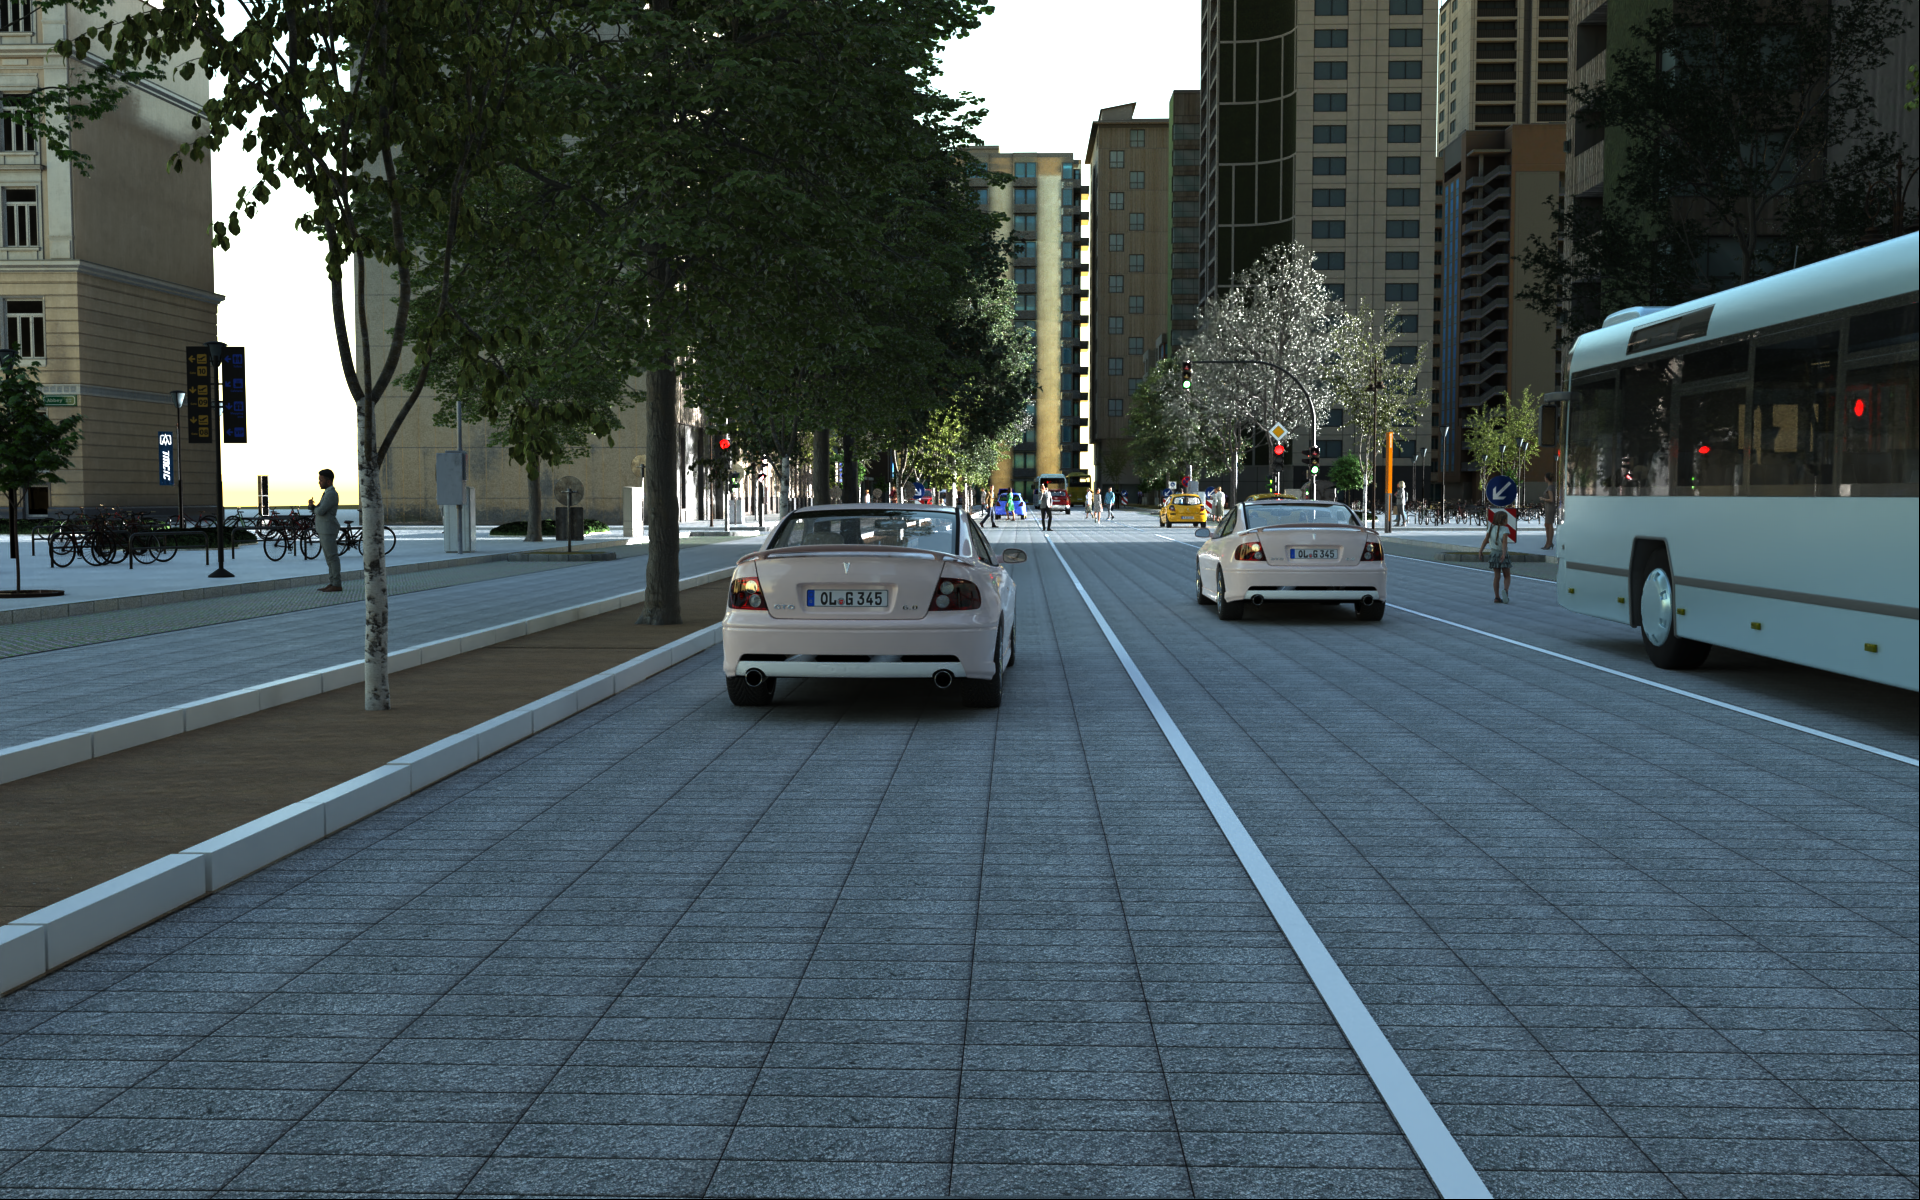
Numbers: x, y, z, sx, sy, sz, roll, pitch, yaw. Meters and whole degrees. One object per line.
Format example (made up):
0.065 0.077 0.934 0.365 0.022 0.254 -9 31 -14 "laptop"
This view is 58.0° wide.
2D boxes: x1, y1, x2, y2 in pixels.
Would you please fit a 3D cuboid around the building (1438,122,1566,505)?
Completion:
65.796 -33.963 205.403 14.200 45.320 14.600 0 4 2 "building"

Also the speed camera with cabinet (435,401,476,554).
-10.954 -2.647 37.608 0.660 3.252 2.038 -1 4 -9 "speed camera with cabinet"

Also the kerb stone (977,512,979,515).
0.975 -5.536 112.716 0.120 0.150 1.000 0 4 2 "kerb stone"

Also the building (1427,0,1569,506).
77.196 -48.743 235.203 20.611 71.187 20.563 0 4 2 "building"

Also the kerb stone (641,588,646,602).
-4.257 -0.053 23.144 0.120 0.150 1.000 0 4 2 "kerb stone"

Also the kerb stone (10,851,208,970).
-2.768 1.010 5.676 0.120 0.150 1.000 0 4 2 "kerb stone"

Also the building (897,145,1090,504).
2.468 -37.981 240.597 30.456 49.044 23.786 0 4 2 "building"

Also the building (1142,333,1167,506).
35.996 -21.728 200.287 27.650 21.520 28.899 0 4 2 "building"

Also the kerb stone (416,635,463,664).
-4.536 0.443 14.960 0.120 0.150 1.000 0 4 2 "kerb stone"

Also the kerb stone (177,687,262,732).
-4.674 0.693 10.866 0.120 0.150 1.000 0 4 2 "kerb stone"

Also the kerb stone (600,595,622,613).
-4.322 0.069 21.097 0.120 0.150 1.000 0 4 2 "kerb stone"

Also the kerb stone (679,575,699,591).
-4.150 -0.244 26.220 0.120 0.150 1.000 0 4 2 "kerb stone"

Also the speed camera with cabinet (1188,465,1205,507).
16.243 -7.623 118.966 0.660 3.252 2.038 -1 4 -12 "speed camera with cabinet"

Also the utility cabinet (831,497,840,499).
-8.510 -6.708 118.347 0.318 1.500 1.173 -1 4 -20 "utility cabinet"

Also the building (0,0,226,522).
-46.026 -17.865 77.998 20.117 28.700 13.634 0 4 2 "building"

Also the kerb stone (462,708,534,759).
-2.622 0.762 9.790 0.120 0.150 1.000 0 4 2 "kerb stone"

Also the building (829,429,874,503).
-25.369 -29.618 176.130 32.217 40.220 23.993 0 4 2 "building"

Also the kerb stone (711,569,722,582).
-4.072 -0.372 28.270 0.120 0.150 1.000 0 4 2 "kerb stone"

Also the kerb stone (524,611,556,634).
-4.424 0.255 18.031 0.120 0.150 1.000 0 4 2 "kerb stone"

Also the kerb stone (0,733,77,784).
-4.750 0.818 8.819 0.120 0.150 1.000 0 4 2 "kerb stone"

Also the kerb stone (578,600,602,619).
-4.356 0.130 20.076 0.120 0.150 1.000 0 4 2 "kerb stone"

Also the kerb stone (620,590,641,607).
-4.282 0.004 22.122 0.120 0.150 1.000 0 4 2 "kerb stone"

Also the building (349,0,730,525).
-18.356 -16.032 80.151 12.078 24.808 19.932 0 4 2 "building"

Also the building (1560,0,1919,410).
24.399 -16.906 48.110 14.160 30.474 14.107 0 4 2 "building"

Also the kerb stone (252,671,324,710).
-4.644 0.630 11.888 0.120 0.150 1.000 0 4 2 "kerb stone"

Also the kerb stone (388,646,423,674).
-4.573 0.509 13.938 0.120 0.150 1.000 0 4 2 "kerb stone"

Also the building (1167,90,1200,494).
28.293 -30.269 178.489 14.154 41.232 14.086 0 4 2 "building"

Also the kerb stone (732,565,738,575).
-4.003 -0.495 30.313 0.120 0.150 1.000 0 4 2 "kerb stone"

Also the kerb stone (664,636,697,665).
-2.439 0.446 14.910 0.120 0.150 1.000 0 4 2 "kerb stone"

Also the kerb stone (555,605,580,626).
-4.395 0.192 19.052 0.120 0.150 1.000 0 4 2 "kerb stone"

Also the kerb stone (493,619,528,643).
-4.468 0.322 17.003 0.120 0.150 1.000 0 4 2 "kerb stone"

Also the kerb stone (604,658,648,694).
-2.502 0.571 12.861 0.120 0.150 1.000 0 4 2 "kerb stone"

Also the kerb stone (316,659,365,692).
-4.607 0.568 12.910 0.120 0.150 1.000 0 4 2 "kerb stone"

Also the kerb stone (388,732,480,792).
-2.657 0.822 8.757 0.120 0.150 1.000 0 4 2 "kerb stone"

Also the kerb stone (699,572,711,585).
-4.111 -0.305 27.249 0.120 0.150 1.000 0 4 2 "kerb stone"

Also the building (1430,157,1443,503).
56.119 -37.519 237.140 21.600 48.544 21.300 0 4 2 "building"

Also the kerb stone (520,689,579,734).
-2.581 0.701 10.816 0.120 0.150 1.000 0 4 2 "kerb stone"

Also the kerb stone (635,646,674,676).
-2.476 0.508 13.886 0.120 0.150 1.000 0 4 2 "kerb stone"

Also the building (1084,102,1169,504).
31.536 -39.875 241.189 27.495 52.752 28.713 0 4 2 "building"

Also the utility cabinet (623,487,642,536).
-9.840 -2.657 52.113 0.318 1.500 1.173 0 4 3 "utility cabinet"

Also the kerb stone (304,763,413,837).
-2.687 0.889 7.722 0.120 0.150 1.000 0 4 2 "kerb stone"

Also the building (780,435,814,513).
-16.314 -18.147 125.580 11.050 23.489 19.941 0 4 2 "building"

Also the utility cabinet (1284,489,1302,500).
14.583 -4.033 74.621 1.173 1.500 0.318 0 4 -1 "utility cabinet"

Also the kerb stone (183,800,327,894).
-2.720 0.948 6.700 0.120 0.150 1.000 0 4 2 "kerb stone"

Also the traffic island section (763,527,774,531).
-7.803 -2.790 67.897 2.009 0.180 2.903 0 4 2 "traffic island section"

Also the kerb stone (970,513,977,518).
0.865 -5.348 109.641 0.120 0.150 1.000 0 4 2 "kerb stone"

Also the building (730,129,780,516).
-17.999 -18.701 103.026 12.463 27.353 25.104 0 4 2 "building"

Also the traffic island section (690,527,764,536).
-8.082 -2.302 59.917 2.009 0.180 2.903 0 4 2 "traffic island section"

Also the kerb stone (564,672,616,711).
-2.546 0.636 11.837 0.120 0.150 1.000 0 4 2 "kerb stone"

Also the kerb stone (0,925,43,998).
-2.799 1.073 4.655 0.120 0.150 1.000 0 4 2 "kerb stone"

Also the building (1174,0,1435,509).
31.160 -44.108 159.415 20.563 71.187 20.611 0 4 2 "building"

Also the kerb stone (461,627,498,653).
-4.499 0.382 15.981 0.120 0.150 1.000 0 4 2 "kerb stone"

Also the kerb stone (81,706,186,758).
-4.713 0.756 9.840 0.120 0.150 1.000 0 4 2 "kerb stone"

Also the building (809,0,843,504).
-20.315 -43.699 152.735 20.563 71.187 20.611 0 4 2 "building"

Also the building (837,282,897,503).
-15.180 -34.151 208.474 14.200 45.320 14.600 0 4 2 "building"

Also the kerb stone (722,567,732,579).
-4.036 -0.434 29.292 0.120 0.150 1.000 0 4 2 "kerb stone"
